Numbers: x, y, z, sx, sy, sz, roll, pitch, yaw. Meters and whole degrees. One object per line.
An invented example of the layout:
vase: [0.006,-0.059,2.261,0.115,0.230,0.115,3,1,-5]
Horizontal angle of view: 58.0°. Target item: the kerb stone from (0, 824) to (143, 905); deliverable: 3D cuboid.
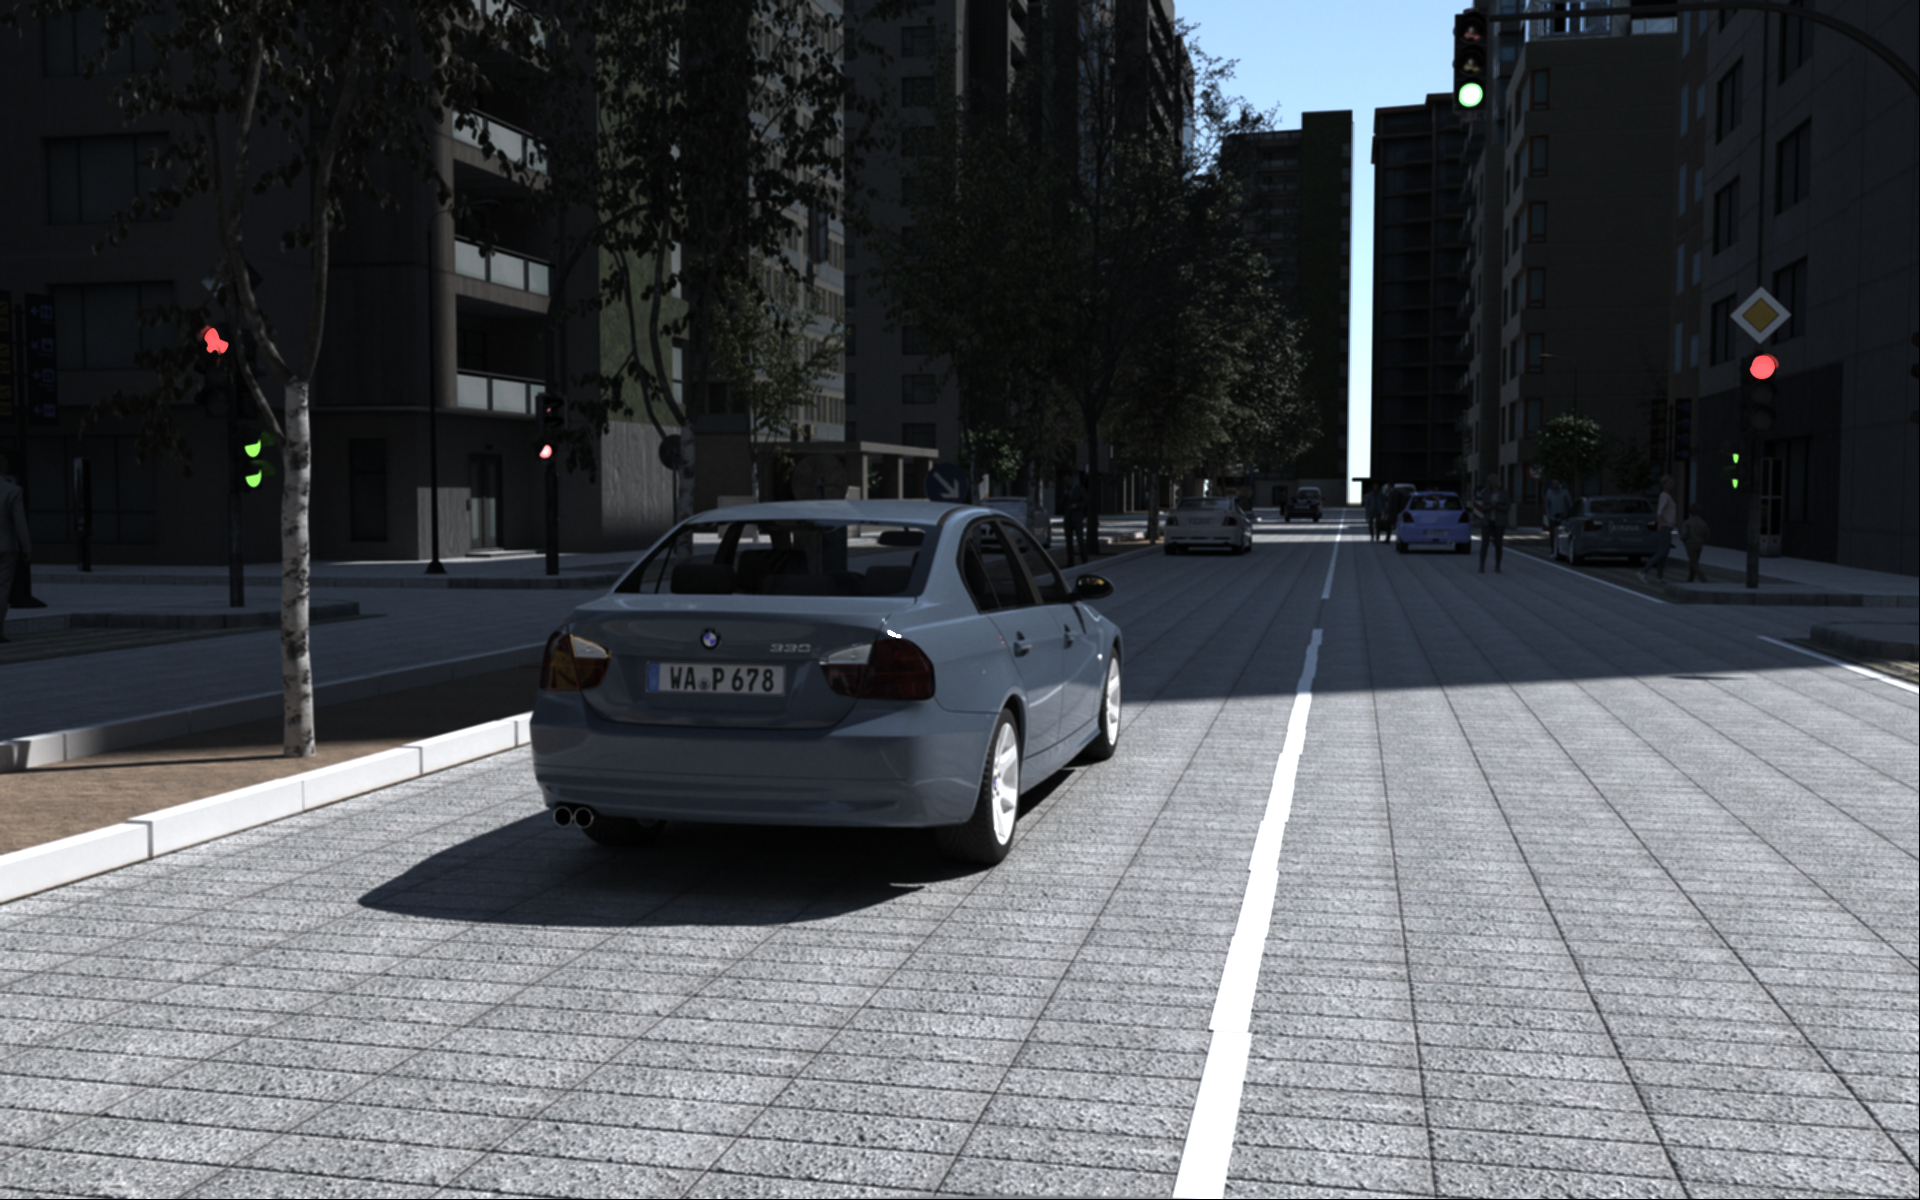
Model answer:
kerb stone: [-3.347,0.983,6.307,0.120,0.150,1.000,1,4,13]

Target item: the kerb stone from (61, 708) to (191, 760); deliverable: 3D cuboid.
kerb stone: [-4.732,0.760,9.770,0.120,0.150,1.000,1,4,13]

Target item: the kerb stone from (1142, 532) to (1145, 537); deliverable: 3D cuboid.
kerb stone: [5.926,-2.147,57.324,0.120,0.150,1.000,1,4,13]

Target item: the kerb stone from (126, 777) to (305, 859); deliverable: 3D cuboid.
kerb stone: [-3.120,0.911,7.302,0.120,0.150,1.000,1,4,13]

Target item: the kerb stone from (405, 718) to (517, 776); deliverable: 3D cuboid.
kerb stone: [-2.682,0.788,9.305,0.120,0.150,1.000,1,4,13]

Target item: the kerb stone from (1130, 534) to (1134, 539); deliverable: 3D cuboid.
kerb stone: [5.251,-1.957,54.320,0.120,0.150,1.000,1,4,13]

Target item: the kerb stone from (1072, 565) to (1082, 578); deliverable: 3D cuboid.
kerb stone: [1.923,-0.468,29.846,0.120,0.150,1.000,1,4,13]

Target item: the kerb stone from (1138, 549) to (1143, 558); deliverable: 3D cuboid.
kerb stone: [3.935,-1.019,38.857,0.120,0.150,1.000,1,4,13]

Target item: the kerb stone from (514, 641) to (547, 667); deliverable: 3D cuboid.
kerb stone: [-3.607,0.455,14.760,0.120,0.150,1.000,1,4,13]

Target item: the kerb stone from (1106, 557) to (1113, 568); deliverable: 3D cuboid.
kerb stone: [2.823,-0.710,33.843,0.120,0.150,1.000,1,4,13]

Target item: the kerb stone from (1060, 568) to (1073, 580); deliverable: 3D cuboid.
kerb stone: [1.697,-0.407,28.844,0.120,0.150,1.000,1,4,13]

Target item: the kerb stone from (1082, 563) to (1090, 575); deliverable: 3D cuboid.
kerb stone: [2.145,-0.529,30.848,0.120,0.150,1.000,1,4,13]

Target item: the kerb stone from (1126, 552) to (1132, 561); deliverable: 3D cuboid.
kerb stone: [3.487,-0.896,36.851,0.120,0.150,1.000,1,4,13]

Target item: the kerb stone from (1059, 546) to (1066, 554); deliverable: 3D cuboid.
kerb stone: [2.333,-1.168,41.296,0.120,0.150,1.000,1,4,13]

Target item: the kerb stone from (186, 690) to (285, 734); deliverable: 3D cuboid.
kerb stone: [-4.507,0.699,10.772,0.120,0.150,1.000,1,4,13]

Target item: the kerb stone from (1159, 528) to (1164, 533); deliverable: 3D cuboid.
kerb stone: [7.721,-2.638,65.327,0.120,0.150,1.000,1,4,13]

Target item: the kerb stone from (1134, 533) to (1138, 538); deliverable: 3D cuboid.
kerb stone: [5.483,-2.026,55.315,0.120,0.150,1.000,1,4,13]

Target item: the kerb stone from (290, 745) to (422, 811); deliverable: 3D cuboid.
kerb stone: [-2.906,0.856,8.302,0.120,0.150,1.000,1,4,13]

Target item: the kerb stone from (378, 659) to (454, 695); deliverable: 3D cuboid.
kerb stone: [-4.055,0.577,12.766,0.120,0.150,1.000,1,4,13]

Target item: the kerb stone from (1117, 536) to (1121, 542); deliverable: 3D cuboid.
kerb stone: [4.580,-1.781,51.316,0.120,0.150,1.000,1,4,13]

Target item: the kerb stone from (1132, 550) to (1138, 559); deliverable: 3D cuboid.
kerb stone: [3.718,-0.958,37.858,0.120,0.150,1.000,1,4,13]

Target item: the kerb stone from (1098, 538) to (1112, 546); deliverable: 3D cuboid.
kerb stone: [4.130,-1.655,49.317,0.120,0.150,1.000,1,4,13]

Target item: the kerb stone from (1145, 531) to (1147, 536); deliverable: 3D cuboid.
kerb stone: [6.155,-2.209,58.321,0.120,0.150,1.000,1,4,13]

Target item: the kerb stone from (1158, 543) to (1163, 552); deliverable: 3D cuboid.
kerb stone: [4.838,-1.263,42.852,0.120,0.150,1.000,1,4,13]

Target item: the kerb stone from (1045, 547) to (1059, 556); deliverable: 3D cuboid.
kerb stone: [2.107,-1.103,40.299,0.120,0.150,1.000,1,4,13]

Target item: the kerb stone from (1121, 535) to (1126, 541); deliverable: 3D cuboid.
kerb stone: [4.807,-1.841,52.318,0.120,0.150,1.000,1,4,13]

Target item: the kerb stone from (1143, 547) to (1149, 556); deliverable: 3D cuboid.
kerb stone: [4.169,-1.080,39.852,0.120,0.150,1.000,1,4,13]

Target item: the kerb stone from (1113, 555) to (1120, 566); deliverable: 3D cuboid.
kerb stone: [3.045,-0.773,34.841,0.120,0.150,1.000,1,4,13]

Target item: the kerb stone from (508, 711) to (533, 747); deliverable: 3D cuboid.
kerb stone: [-2.451,0.727,10.303,0.120,0.150,1.000,1,4,13]

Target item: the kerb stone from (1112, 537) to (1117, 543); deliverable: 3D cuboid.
kerb stone: [4.363,-1.720,50.312,0.120,0.150,1.000,1,4,13]

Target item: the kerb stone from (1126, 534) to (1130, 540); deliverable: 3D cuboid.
kerb stone: [5.030,-1.903,53.315,0.120,0.150,1.000,1,4,13]

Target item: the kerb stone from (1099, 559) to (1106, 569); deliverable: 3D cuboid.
kerb stone: [2.592,-0.651,32.844,0.120,0.150,1.000,1,4,13]

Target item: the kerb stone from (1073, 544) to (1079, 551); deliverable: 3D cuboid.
kerb stone: [2.779,-1.291,43.305,0.120,0.150,1.000,1,4,13]

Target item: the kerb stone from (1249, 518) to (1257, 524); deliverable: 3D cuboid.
kerb stone: [14.702,-3.956,86.872,0.120,0.150,1.000,1,4,13]

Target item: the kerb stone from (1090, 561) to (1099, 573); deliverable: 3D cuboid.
kerb stone: [2.372,-0.590,31.845,0.120,0.150,1.000,1,4,13]

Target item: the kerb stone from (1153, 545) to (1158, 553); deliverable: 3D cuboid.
kerb stone: [4.612,-1.199,41.848,0.120,0.150,1.000,1,4,13]

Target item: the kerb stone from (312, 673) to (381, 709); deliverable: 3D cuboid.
kerb stone: [-4.281,0.641,11.769,0.120,0.150,1.000,1,4,13]

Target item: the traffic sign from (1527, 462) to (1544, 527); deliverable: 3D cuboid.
traffic sign: [22.231,-4.076,66.749,0.768,2.556,0.104,1,4,21]

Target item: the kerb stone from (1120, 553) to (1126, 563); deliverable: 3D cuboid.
kerb stone: [3.271,-0.835,35.846,0.120,0.150,1.000,1,4,13]

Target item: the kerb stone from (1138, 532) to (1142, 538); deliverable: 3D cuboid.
kerb stone: [5.709,-2.087,56.324,0.120,0.150,1.000,1,4,13]

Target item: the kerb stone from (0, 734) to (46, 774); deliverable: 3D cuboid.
kerb stone: [-4.955,0.821,8.772,0.120,0.150,1.000,1,4,13]

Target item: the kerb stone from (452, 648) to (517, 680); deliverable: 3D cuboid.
kerb stone: [-3.828,0.518,13.762,0.120,0.150,1.000,1,4,13]

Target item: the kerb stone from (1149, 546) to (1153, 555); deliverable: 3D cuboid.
kerb stone: [4.386,-1.136,40.852,0.120,0.150,1.000,1,4,13]
